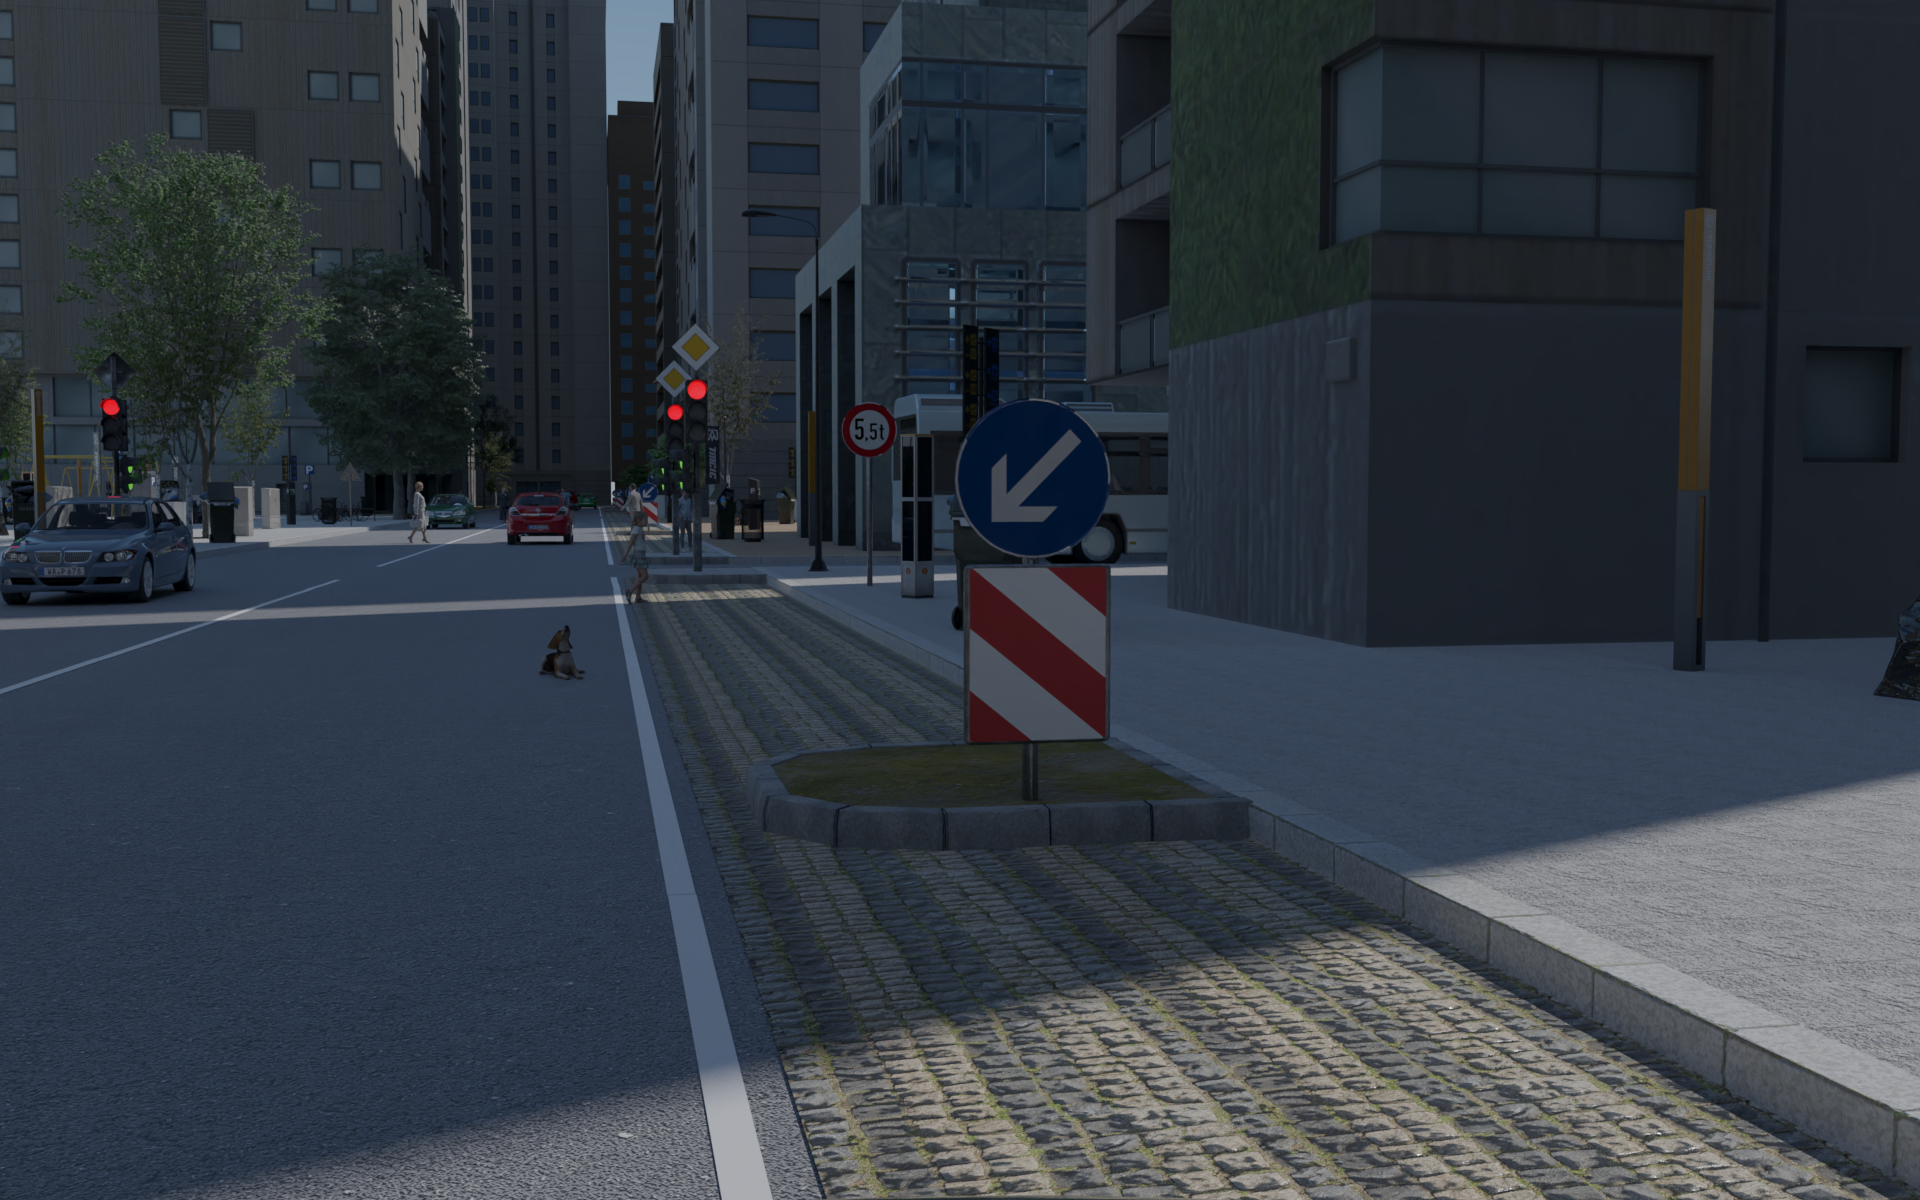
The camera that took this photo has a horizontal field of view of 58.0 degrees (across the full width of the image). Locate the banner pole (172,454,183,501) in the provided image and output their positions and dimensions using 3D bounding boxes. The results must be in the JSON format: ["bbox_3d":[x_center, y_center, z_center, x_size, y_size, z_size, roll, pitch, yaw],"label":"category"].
[{"bbox_3d":[-43.644,-6.526,96.711,0.863,3.779,0.401,1,4,13],"label":"banner pole"}]

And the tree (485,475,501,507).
[{"bbox_3d":[-46.500,-10.855,172.085,1.663,3.219,1.824,0,3,0],"label":"tree"}]

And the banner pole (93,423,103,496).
[{"bbox_3d":[-30.308,-4.338,60.951,0.863,3.779,0.401,3,5,44],"label":"banner pole"}]

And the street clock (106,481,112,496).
[{"bbox_3d":[-47.972,-5.691,97.617,0.358,2.002,0.471,-2,4,-27],"label":"street clock"}]

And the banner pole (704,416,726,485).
[{"bbox_3d":[-7.813,-4.026,55.846,0.863,3.779,0.401,0,4,-1],"label":"banner pole"}]

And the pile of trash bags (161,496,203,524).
[{"bbox_3d":[-33.574,-3.928,73.981,1.912,1.369,3.447,1,4,12],"label":"pile of trash bags"}]

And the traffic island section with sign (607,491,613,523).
[{"bbox_3d":[-16.656,-4.818,87.407,1.989,1.847,2.006,-1,4,-12],"label":"traffic island section with sign"}]

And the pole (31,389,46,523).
[{"bbox_3d":[-17.917,-2.438,33.703,0.158,3.312,0.155,0,3,0],"label":"pole"}]

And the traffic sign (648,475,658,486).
[{"bbox_3d":[-18.407,-6.377,104.375,0.768,2.556,0.104,0,4,-3],"label":"traffic sign"}]

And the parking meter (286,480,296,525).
[{"bbox_3d":[-27.989,-4.083,72.465,0.255,1.863,0.399,-3,5,-44],"label":"parking meter"}]

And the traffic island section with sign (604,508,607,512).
[{"bbox_3d":[-26.883,-7.800,136.150,1.989,1.847,2.006,-1,4,-12],"label":"traffic island section with sign"}]

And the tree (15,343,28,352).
[{"bbox_3d":[-44.436,-7.923,79.905,4.737,8.622,4.395,0,3,0],"label":"tree"}]

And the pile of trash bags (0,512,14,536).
[{"bbox_3d":[-30.211,-2.673,53.464,1.912,1.369,3.447,1,4,21],"label":"pile of trash bags"}]

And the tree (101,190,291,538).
[{"bbox_3d":[-18.955,-5.628,42.380,4.737,8.622,4.395,0,3,0],"label":"tree"}]

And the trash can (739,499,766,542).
[{"bbox_3d":[-5.555,-2.125,46.396,0.748,1.137,0.748,0,3,0],"label":"trash can"}]

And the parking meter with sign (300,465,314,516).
[{"bbox_3d":[-39.318,-6.602,104.207,0.543,3.016,1.738,0,4,-7],"label":"parking meter with sign"}]

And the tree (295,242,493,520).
[{"bbox_3d":[-28.189,-10.991,86.350,9.857,13.997,8.962,0,3,0],"label":"tree"}]

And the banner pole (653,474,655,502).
[{"bbox_3d":[-17.486,-6.663,98.960,0.401,3.779,0.863,0,4,-5],"label":"banner pole"}]

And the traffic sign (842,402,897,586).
[{"bbox_3d":[-1.259,-1.469,24.124,0.768,2.556,0.104,0,4,-2],"label":"traffic sign"}]

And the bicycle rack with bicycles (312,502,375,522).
[{"bbox_3d":[-28.872,-4.143,81.125,2.925,0.926,2.852,-3,5,-43],"label":"bicycle rack with bicycles"}]

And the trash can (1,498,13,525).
[{"bbox_3d":[-39.444,-3.689,71.967,0.748,1.137,0.748,0,3,0],"label":"trash can"}]

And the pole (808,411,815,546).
[{"bbox_3d":[-3.655,-2.991,42.752,0.158,3.312,0.155,0,3,0],"label":"pole"}]

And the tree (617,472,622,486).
[{"bbox_3d":[-31.315,-11.251,167.668,4.285,4.588,4.351,0,3,0],"label":"tree"}]

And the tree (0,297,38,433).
[{"bbox_3d":[-36.354,-6.977,64.429,4.360,8.622,3.978,0,3,0],"label":"tree"}]

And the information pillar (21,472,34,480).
[{"bbox_3d":[-31.097,-3.262,57.825,0.304,2.012,0.304,-1,4,-14],"label":"information pillar"}]

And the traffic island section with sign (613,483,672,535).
[{"bbox_3d":[-11.051,-3.187,60.729,1.989,1.847,2.006,-1,4,-12],"label":"traffic island section with sign"}]

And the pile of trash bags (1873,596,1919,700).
[{"bbox_3d":[7.632,-0.090,11.220,3.447,1.369,1.912,-2,4,-34],"label":"pile of trash bags"}]

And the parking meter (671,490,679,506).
[{"bbox_3d":[-13.686,-4.570,83.137,0.372,1.533,0.369,0,3,0],"label":"parking meter"}]

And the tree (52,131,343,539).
[{"bbox_3d":[-21.688,-7.579,49.670,9.928,11.665,9.643,0,3,0],"label":"tree"}]

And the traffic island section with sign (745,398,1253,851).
[{"bbox_3d":[0.048,0.044,7.901,1.989,1.847,2.006,-1,4,-12],"label":"traffic island section with sign"}]

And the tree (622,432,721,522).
[{"bbox_3d":[-12.694,-5.855,79.436,4.285,4.588,4.351,0,3,0],"label":"tree"}]

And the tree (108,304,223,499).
[{"bbox_3d":[-30.544,-7.075,66.031,4.360,8.622,3.978,0,3,0],"label":"tree"}]

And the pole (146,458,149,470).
[{"bbox_3d":[-43.905,-6.109,93.725,0.158,3.312,0.155,0,3,0],"label":"pole"}]

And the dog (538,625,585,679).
[{"bbox_3d":[-3.101,0.395,13.734,0.550,0.427,0.748,1,4,16],"label":"dog"}]

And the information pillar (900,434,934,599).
[{"bbox_3d":[-0.525,-1.030,21.336,0.304,2.012,0.304,-3,5,-40],"label":"information pillar"}]

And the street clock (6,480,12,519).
[{"bbox_3d":[-49.455,-5.245,90.318,0.471,2.002,0.358,2,4,23],"label":"street clock"}]

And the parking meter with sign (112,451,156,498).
[{"bbox_3d":[-27.317,-3.772,57.931,1.738,3.016,0.543,0,4,-2],"label":"parking meter with sign"}]

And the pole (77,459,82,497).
[{"bbox_3d":[-50.977,-6.510,100.288,0.158,3.312,0.155,0,3,0],"label":"pole"}]

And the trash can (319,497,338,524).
[{"bbox_3d":[-26.700,-3.770,73.289,0.748,1.137,0.748,0,3,0],"label":"trash can"}]

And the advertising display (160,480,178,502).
[{"bbox_3d":[-37.077,-4.648,81.201,0.123,1.923,0.974,2,4,24],"label":"advertising display"}]

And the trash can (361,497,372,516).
[{"bbox_3d":[-34.313,-5.413,100.154,0.748,1.137,0.748,0,3,0],"label":"trash can"}]

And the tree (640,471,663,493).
[{"bbox_3d":[-24.876,-8.825,138.897,1.663,3.219,1.824,0,3,0],"label":"tree"}]

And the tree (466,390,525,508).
[{"bbox_3d":[-42.345,-13.484,154.869,8.767,10.594,7.601,3,5,44],"label":"tree"}]

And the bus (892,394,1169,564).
[{"bbox_3d":[5.391,-2.406,34.198,13.247,3.499,2.948,-1,4,-13],"label":"bus"}]

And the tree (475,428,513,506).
[{"bbox_3d":[-47.705,-13.907,177.737,4.737,8.622,4.395,0,3,0],"label":"tree"}]

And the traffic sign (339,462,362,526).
[{"bbox_3d":[-24.604,-4.276,69.917,0.884,2.594,0.081,0,4,-7],"label":"traffic sign"}]

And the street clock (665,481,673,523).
[{"bbox_3d":[-12.956,-4.443,77.217,0.358,2.002,0.471,-2,4,-31],"label":"street clock"}]

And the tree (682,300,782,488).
[{"bbox_3d":[-8.919,-7.103,66.494,4.360,8.622,3.978,0,3,0],"label":"tree"}]

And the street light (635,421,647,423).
[{"bbox_3d":[-19.925,-8.405,109.964,1.470,5.913,1.316,-1,4,-12],"label":"street light"}]

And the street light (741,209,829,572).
[{"bbox_3d":[-2.883,-3.424,28.528,1.470,5.913,1.316,-1,4,-12],"label":"street light"}]

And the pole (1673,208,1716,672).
[{"bbox_3d":[5.306,-1.141,12.506,0.158,3.312,0.155,0,3,0],"label":"pole"}]

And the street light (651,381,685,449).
[{"bbox_3d":[-11.869,-6.030,71.139,1.470,5.913,1.316,-1,4,-12],"label":"street light"}]
